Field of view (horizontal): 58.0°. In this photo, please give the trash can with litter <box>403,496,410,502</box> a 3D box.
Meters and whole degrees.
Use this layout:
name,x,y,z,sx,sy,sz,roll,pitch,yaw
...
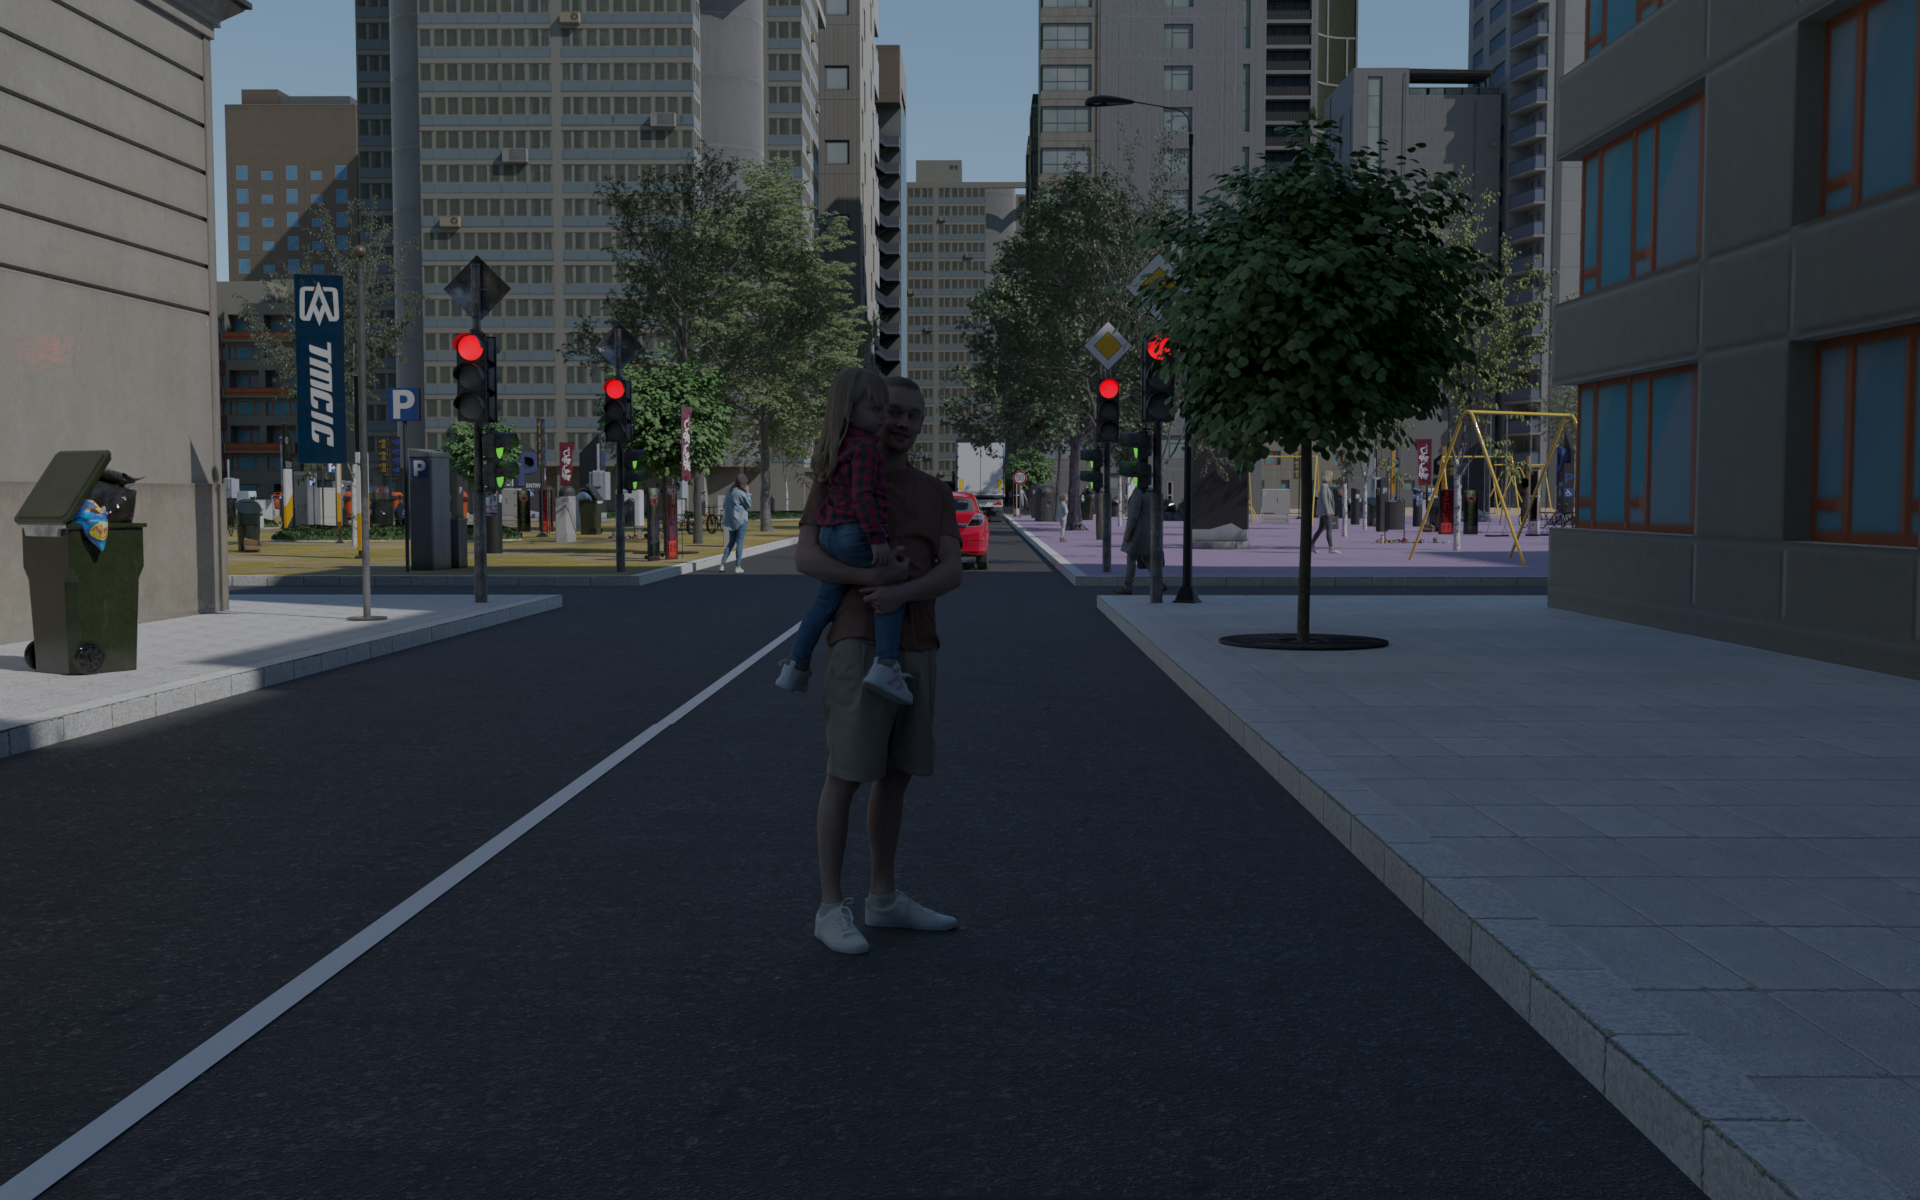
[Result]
name,x,y,z,sx,sy,sz,roll,pitch,yaw
trash can with litter,-29.538,-4.967,92.600,0.624,1.170,1.055,2,4,30

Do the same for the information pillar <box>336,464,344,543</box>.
name,x,y,z,sx,sy,sz,roll,pitch,yaw
information pillar,-16.168,-3.284,45.046,0.183,3.616,0.504,-1,4,-20

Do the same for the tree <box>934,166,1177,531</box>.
name,x,y,z,sx,sy,sz,roll,pitch,yaw
tree,4.032,-8.785,60.643,9.611,12.733,9.660,0,3,0

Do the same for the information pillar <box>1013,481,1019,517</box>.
name,x,y,z,sx,sy,sz,roll,pitch,yaw
information pillar,3.219,-5.700,97.686,0.304,2.012,0.304,-2,4,-34

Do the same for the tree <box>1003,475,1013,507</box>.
name,x,y,z,sx,sy,sz,roll,pitch,yaw
tree,4.513,-11.091,175.940,1.663,3.219,1.824,0,3,0

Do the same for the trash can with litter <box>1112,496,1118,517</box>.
name,x,y,z,sx,sy,sz,roll,pitch,yaw
trash can with litter,8.354,-5.206,96.508,1.055,1.170,0.624,1,4,15

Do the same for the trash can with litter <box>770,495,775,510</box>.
name,x,y,z,sx,sy,sz,roll,pitch,yaw
trash can with litter,-10.356,-5.214,96.304,1.678,1.210,2.233,-1,4,-12

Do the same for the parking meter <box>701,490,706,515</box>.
name,x,y,z,sx,sy,sz,roll,pitch,yaw
parking meter,-14.877,-5.600,99.966,0.372,1.533,0.369,0,3,0

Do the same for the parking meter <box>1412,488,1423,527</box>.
name,x,y,z,sx,sy,sz,roll,pitch,yaw
parking meter,17.991,-3.650,68.083,0.372,1.533,0.369,0,3,0

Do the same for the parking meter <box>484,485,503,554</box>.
name,x,y,z,sx,sy,sz,roll,pitch,yaw
parking meter,-10.083,-1.774,37.421,0.372,1.533,0.369,0,3,0

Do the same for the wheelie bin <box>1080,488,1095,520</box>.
name,x,y,z,sx,sy,sz,roll,pitch,yaw
wheelie bin,6.236,-4.708,84.876,0.693,1.594,0.980,1,4,19

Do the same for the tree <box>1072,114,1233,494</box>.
name,x,y,z,sx,sy,sz,roll,pitch,yaw
tree,4.056,-5.114,33.975,4.360,8.622,3.978,0,3,0

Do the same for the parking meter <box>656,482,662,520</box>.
name,x,y,z,sx,sy,sz,roll,pitch,yaw
parking meter,-14.630,-4.831,84.702,0.399,1.863,0.255,0,4,6

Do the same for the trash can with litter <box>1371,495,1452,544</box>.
name,x,y,z,sx,sy,sz,roll,pitch,yaw
trash can with litter,11.803,-2.098,45.362,2.233,1.210,1.678,0,4,3

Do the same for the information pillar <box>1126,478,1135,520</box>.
name,x,y,z,sx,sy,sz,roll,pitch,yaw
information pillar,8.551,-5.829,86.651,0.504,3.616,0.183,-3,5,-39

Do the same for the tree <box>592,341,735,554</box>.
name,x,y,z,sx,sy,sz,roll,pitch,yaw
tree,-6.364,-3.288,37.472,4.285,4.588,4.351,0,3,0

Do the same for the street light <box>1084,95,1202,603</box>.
name,x,y,z,sx,sy,sz,roll,pitch,yaw
street light,2.148,-2.923,20.330,1.470,5.913,1.316,0,4,1

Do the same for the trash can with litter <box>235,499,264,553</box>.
name,x,y,z,sx,sy,sz,roll,pitch,yaw
trash can with litter,-15.669,-1.649,38.353,0.624,1.170,1.055,-2,4,-31

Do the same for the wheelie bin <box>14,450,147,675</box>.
name,x,y,z,sx,sy,sz,roll,pitch,yaw
wheelie bin,-6.355,-0.284,12.555,0.980,1.594,0.693,2,4,31

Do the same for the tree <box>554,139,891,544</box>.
name,x,y,z,sx,sy,sz,roll,pitch,yaw
tree,-6.614,-6.751,44.799,8.767,10.594,7.601,2,4,25

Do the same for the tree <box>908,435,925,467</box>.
name,x,y,z,sx,sy,sz,roll,pitch,yaw
tree,-5.399,-12.870,160.783,4.360,8.622,3.978,0,3,0

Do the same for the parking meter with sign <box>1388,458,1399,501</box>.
name,x,y,z,sx,sy,sz,roll,pitch,yaw
parking meter with sign,20.238,-5.270,82.422,0.543,3.016,1.738,3,5,40

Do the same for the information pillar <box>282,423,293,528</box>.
name,x,y,z,sx,sy,sz,roll,pitch,yaw
information pillar,-22.235,-4.031,57.260,0.183,3.616,0.504,0,4,3

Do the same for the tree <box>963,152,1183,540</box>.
name,x,y,z,sx,sy,sz,roll,pitch,yaw
tree,3.616,-6.958,48.174,7.601,10.594,8.767,-1,4,-18

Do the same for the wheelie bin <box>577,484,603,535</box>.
name,x,y,z,sx,sy,sz,roll,pitch,yaw
wheelie bin,-11.675,-2.857,54.618,0.693,1.594,0.980,0,4,6

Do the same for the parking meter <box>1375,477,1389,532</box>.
name,x,y,z,sx,sy,sz,roll,pitch,yaw
parking meter,14.345,-3.250,58.853,0.399,1.863,0.255,-1,4,-23

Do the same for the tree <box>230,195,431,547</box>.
name,x,y,z,sx,sy,sz,roll,pitch,yaw
tree,-15.006,-5.607,42.038,4.360,8.622,3.978,0,3,0

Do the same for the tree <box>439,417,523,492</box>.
name,x,y,z,sx,sy,sz,roll,pitch,yaw
tree,-18.239,-5.048,66.250,4.285,4.588,4.351,0,3,0

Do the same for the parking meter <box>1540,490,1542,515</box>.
name,x,y,z,sx,sy,sz,roll,pitch,yaw
parking meter,33.235,-5.743,99.617,0.399,1.863,0.255,1,4,11

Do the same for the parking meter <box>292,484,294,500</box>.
name,x,y,z,sx,sy,sz,roll,pitch,yaw
parking meter,-38.912,-5.800,100.545,0.399,1.863,0.255,-3,4,-38

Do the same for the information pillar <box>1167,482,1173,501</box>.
name,x,y,z,sx,sy,sz,roll,pitch,yaw
information pillar,12.492,-6.027,103.031,0.304,2.012,0.304,1,4,11

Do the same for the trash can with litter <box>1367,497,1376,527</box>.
name,x,y,z,sx,sy,sz,roll,pitch,yaw
trash can with litter,16.401,-3.477,68.231,0.624,1.170,1.055,-1,4,-9

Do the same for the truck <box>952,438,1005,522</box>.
name,x,y,z,sx,sy,sz,roll,pitch,yaw
truck,0.988,-6.285,91.681,2.839,4.237,11.283,0,4,0

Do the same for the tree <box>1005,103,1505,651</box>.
name,x,y,z,sx,sy,sz,roll,pitch,yaw
tree,2.864,-1.899,14.758,4.285,4.588,4.351,0,3,0

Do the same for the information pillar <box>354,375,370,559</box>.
name,x,y,z,sx,sy,sz,roll,pitch,yaw
information pillar,-11.888,-2.633,34.412,0.183,3.616,0.504,0,4,2

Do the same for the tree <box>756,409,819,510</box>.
name,x,y,z,sx,sy,sz,roll,pitch,yaw
tree,-9.957,-9.217,101.067,4.360,8.622,3.978,0,3,0

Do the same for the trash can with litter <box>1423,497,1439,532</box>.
name,x,y,z,sx,sy,sz,roll,pitch,yaw
trash can with litter,16.051,-2.888,58.609,0.624,1.170,1.055,2,4,35

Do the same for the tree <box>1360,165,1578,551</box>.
name,x,y,z,sx,sy,sz,roll,pitch,yaw
tree,11.336,-5.416,38.914,4.737,8.622,4.395,0,3,0

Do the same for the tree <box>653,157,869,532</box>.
name,x,y,z,sx,sy,sz,roll,pitch,yaw
tree,-6.709,-8.584,58.481,7.486,12.596,7.792,0,3,0

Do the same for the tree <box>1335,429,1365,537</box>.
name,x,y,z,sx,sy,sz,roll,pitch,yaw
tree,11.340,-6.207,51.841,4.360,8.622,3.978,0,3,0

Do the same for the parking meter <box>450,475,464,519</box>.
name,x,y,z,sx,sy,sz,roll,pitch,yaw
parking meter,-15.167,-2.846,52.250,0.255,1.863,0.399,1,4,10

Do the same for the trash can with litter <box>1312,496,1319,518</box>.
name,x,y,z,sx,sy,sz,roll,pitch,yaw
trash can with litter,19.226,-5.005,93.224,0.624,1.170,1.055,3,5,42

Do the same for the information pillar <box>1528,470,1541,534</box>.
name,x,y,z,sx,sy,sz,roll,pitch,yaw
information pillar,17.442,-2.942,52.599,0.304,2.012,0.304,2,4,29

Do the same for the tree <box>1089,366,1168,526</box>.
name,x,y,z,sx,sy,sz,roll,pitch,yaw
tree,6.625,-7.255,68.987,4.737,8.622,4.395,0,3,0

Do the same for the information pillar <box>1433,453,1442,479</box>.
name,x,y,z,sx,sy,sz,roll,pitch,yaw
information pillar,27.167,-6.553,98.504,0.504,3.616,0.183,1,4,11

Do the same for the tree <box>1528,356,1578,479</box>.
name,x,y,z,sx,sy,sz,roll,pitch,yaw
tree,29.763,-8.196,84.365,4.360,8.622,3.978,0,3,0

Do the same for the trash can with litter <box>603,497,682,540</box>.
name,x,y,z,sx,sy,sz,roll,pitch,yaw
trash can with litter,-9.141,-2.348,49.453,2.233,1.210,1.678,-1,4,-18

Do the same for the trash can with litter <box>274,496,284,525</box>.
name,x,y,z,sx,sy,sz,roll,pitch,yaw
trash can with litter,-28.540,-3.773,72.752,1.678,1.210,2.233,-2,4,-26
